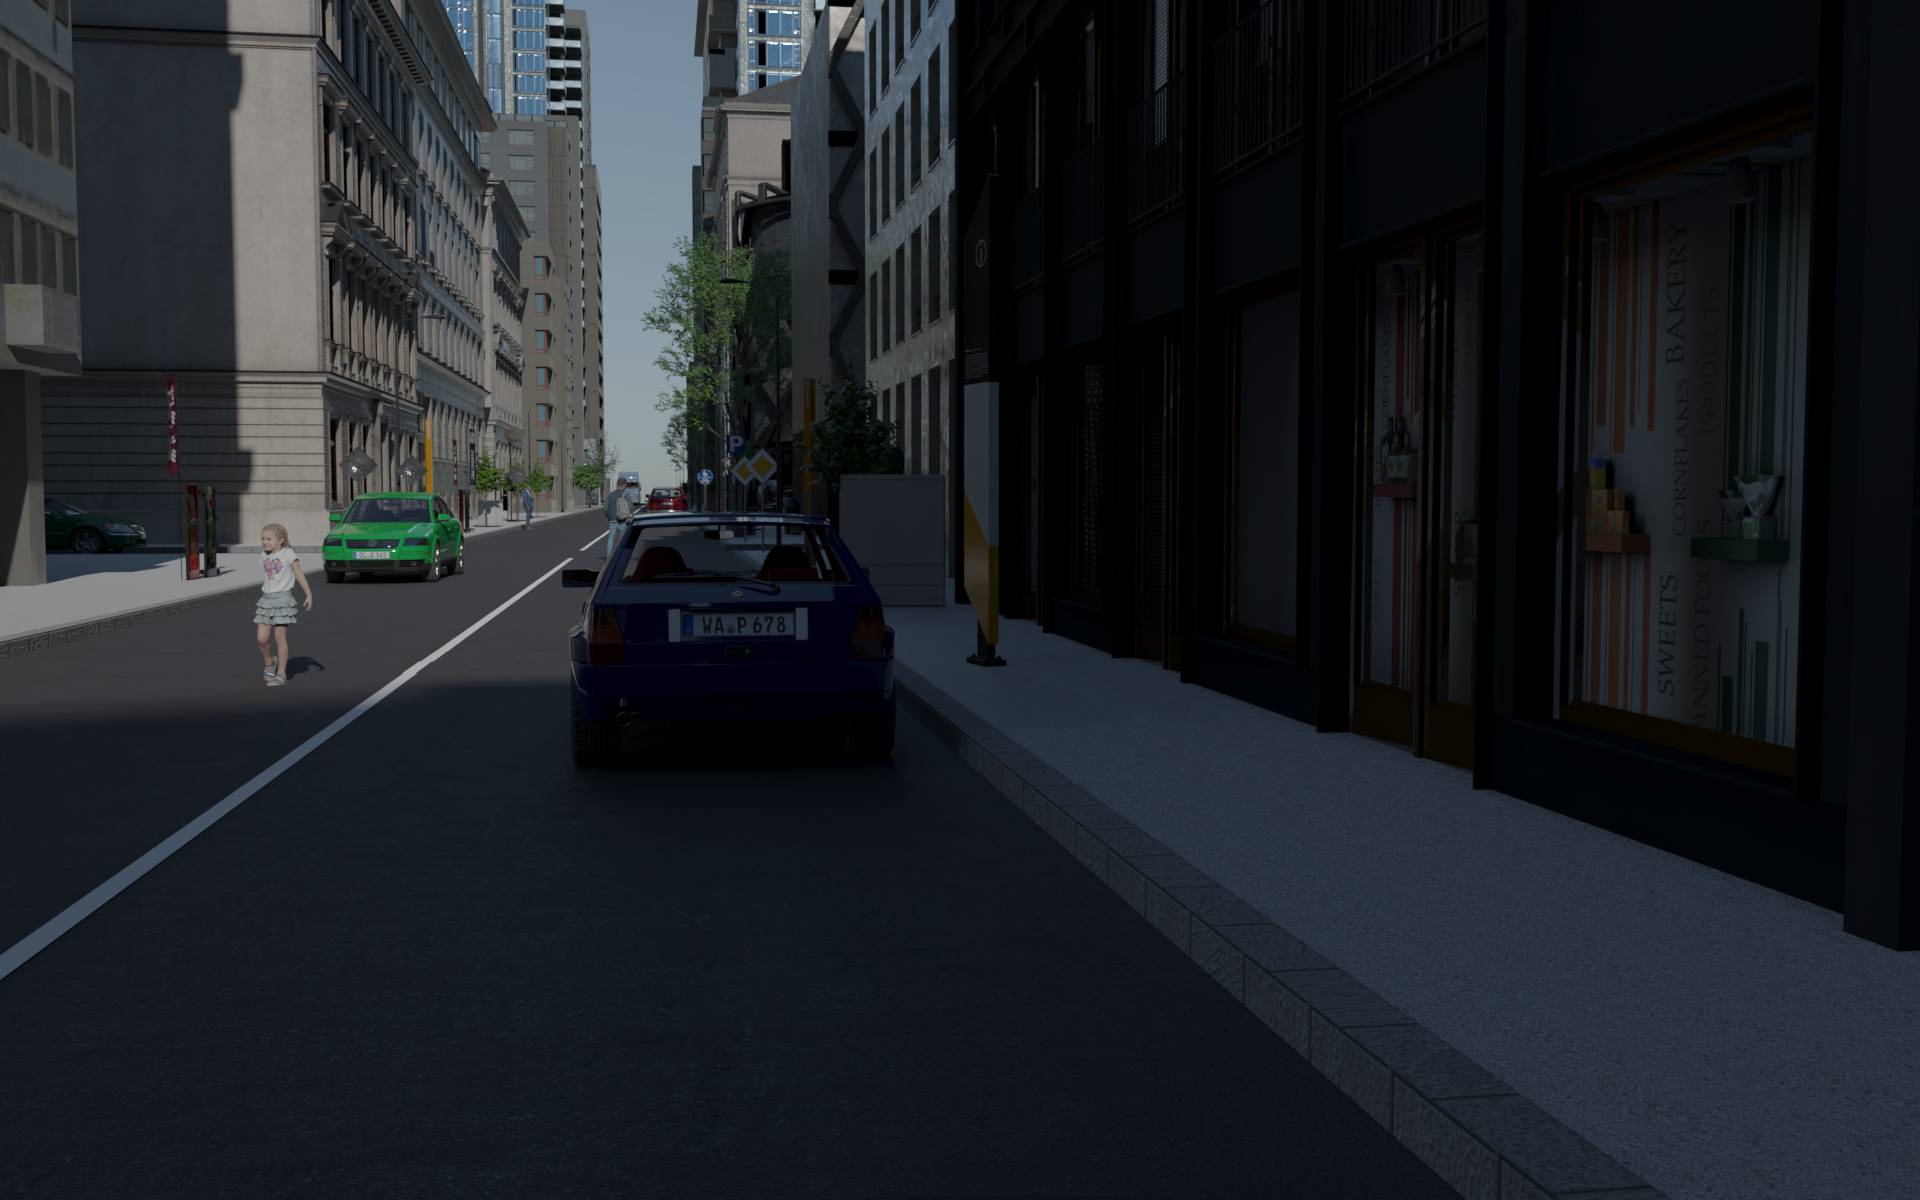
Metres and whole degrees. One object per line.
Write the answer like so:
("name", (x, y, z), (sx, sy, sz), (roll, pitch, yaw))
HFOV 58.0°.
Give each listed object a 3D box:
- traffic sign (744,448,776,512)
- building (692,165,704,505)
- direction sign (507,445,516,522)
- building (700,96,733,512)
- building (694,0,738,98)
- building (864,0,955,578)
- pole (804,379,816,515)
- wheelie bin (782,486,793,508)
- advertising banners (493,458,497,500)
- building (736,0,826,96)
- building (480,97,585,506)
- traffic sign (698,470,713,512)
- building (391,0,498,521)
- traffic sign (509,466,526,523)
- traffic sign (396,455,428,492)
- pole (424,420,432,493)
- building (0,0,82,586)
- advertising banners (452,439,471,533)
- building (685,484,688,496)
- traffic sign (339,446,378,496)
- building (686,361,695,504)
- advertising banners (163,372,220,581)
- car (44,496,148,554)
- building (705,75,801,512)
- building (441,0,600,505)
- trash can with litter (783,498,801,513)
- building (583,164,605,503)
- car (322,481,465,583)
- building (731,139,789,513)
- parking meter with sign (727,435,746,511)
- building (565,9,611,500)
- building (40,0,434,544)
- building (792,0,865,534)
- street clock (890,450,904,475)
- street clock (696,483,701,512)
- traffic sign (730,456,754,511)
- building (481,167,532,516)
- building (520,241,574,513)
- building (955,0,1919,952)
("traffic sign", (-4.309, -2.090, 37.816), (0.795, 2.450, 0.064), (-1, 4, -10))
("building", (-26.647, -32.745, 218.969), (14.154, 41.232, 14.086), (-1, 4, -10))
("direction sign", (-20.626, -5.354, 79.527), (0.379, 3.537, 0.876), (-1, 4, -17))
("building", (-12.368, -21.938, 130.384), (14.160, 30.474, 14.107), (-1, 4, -10))
("building", (-13.001, -36.268, 182.214), (28.713, 52.752, 27.495), (-1, 4, -10))
("building", (4.535, -10.665, 29.126), (10.420, 20.320, 16.860), (-1, 4, -10))
("pole", (-2.662, -2.256, 30.721), (0.158, 3.312, 0.155), (0, 3, 0))
("wheelie bin", (-6.700, -3.771, 69.565), (0.980, 1.594, 0.693), (1, 4, 16))
("advertising banners", (-19.210, -4.611, 71.578), (0.090, 3.025, 2.074), (-1, 4, -16))
("building", (-10.671, -51.333, 151.960), (22.319, 86.520, 31.000), (-1, 4, -10))
("building", (-46.877, -30.414, 180.870), (14.154, 41.232, 14.086), (-1, 4, -10))
("traffic sign", (-13.240, -5.505, 90.109), (0.768, 2.556, 0.104), (0, 4, -1))
("building", (-29.940, -14.871, 76.419), (16.112, 22.955, 30.059), (-1, 4, -10))
("traffic sign", (-19.928, -4.765, 78.014), (0.768, 2.556, 0.104), (0, 4, -6))
("traffic sign", (-13.995, -2.485, 44.271), (0.795, 2.450, 0.064), (-1, 4, -10))
("pole", (-14.663, -3.299, 47.786), (0.158, 3.312, 0.155), (0, 3, 0))
("building", (-23.096, -19.820, 15.937), (23.993, 40.220, 32.217), (-1, 4, -10))
("advertising banners", (-16.225, -3.678, 56.322), (0.090, 3.025, 2.074), (0, 4, -2))
("building", (-26.739, -35.224, 267.795), (32.217, 40.220, 23.993), (-1, 4, -10))
("traffic sign", (-12.634, -2.004, 36.402), (0.795, 2.450, 0.064), (-1, 4, -10))
("building", (-24.017, -24.282, 242.048), (27.650, 21.520, 28.899), (-1, 4, -10))
("advertising banners", (-11.478, -1.815, 25.864), (0.090, 3.025, 2.074), (0, 4, -5))
("car", (-21.330, -1.713, 39.800), (4.920, 1.459, 2.131), (-1, 4, -9))
("building", (-9.233, -19.007, 108.022), (12.463, 27.353, 25.104), (-1, 4, -10))
("building", (-56.022, -55.061, 212.917), (22.319, 86.520, 31.000), (-1, 4, -10))
("trash can with litter", (-5.194, -2.636, 54.493), (0.624, 1.170, 1.055), (-1, 4, -21))
("building", (-60.658, -37.689, 239.917), (21.300, 48.544, 21.600), (-1, 4, -10))
("car", (-9.566, -1.262, 29.425), (1.959, 1.807, 4.718), (-1, 4, -8))
("building", (-3.109, -13.482, 87.878), (16.820, 18.784, 16.811), (-1, 4, -10))
("parking meter with sign", (-6.656, -3.386, 51.624), (0.543, 3.016, 1.738), (0, 4, -7))
("building", (-63.539, -50.290, 260.490), (20.563, 71.187, 20.611), (-1, 4, -10))
("building", (-22.616, -11.505, 52.733), (10.561, 19.102, 19.286), (-1, 4, -10))
("building", (3.538, -11.540, 56.133), (16.811, 18.784, 16.820), (-1, 4, -10))
("street clock", (-1.065, -1.365, 26.882), (0.358, 2.002, 0.471), (2, 4, 25))
("street clock", (-16.928, -6.568, 111.960), (0.358, 2.002, 0.471), (0, 4, -3))
("traffic sign", (-5.670, -2.571, 45.685), (0.795, 2.450, 0.064), (-1, 4, -10))
("building", (-31.825, -16.262, 102.041), (11.583, 22.565, 21.152), (-1, 4, -10))
("building", (-44.226, -17.461, 130.525), (27.650, 21.520, 28.899), (-1, 4, -10))
("building", (7.342, -11.210, 12.958), (12.332, 23.373, 15.834), (-1, 4, -10))
